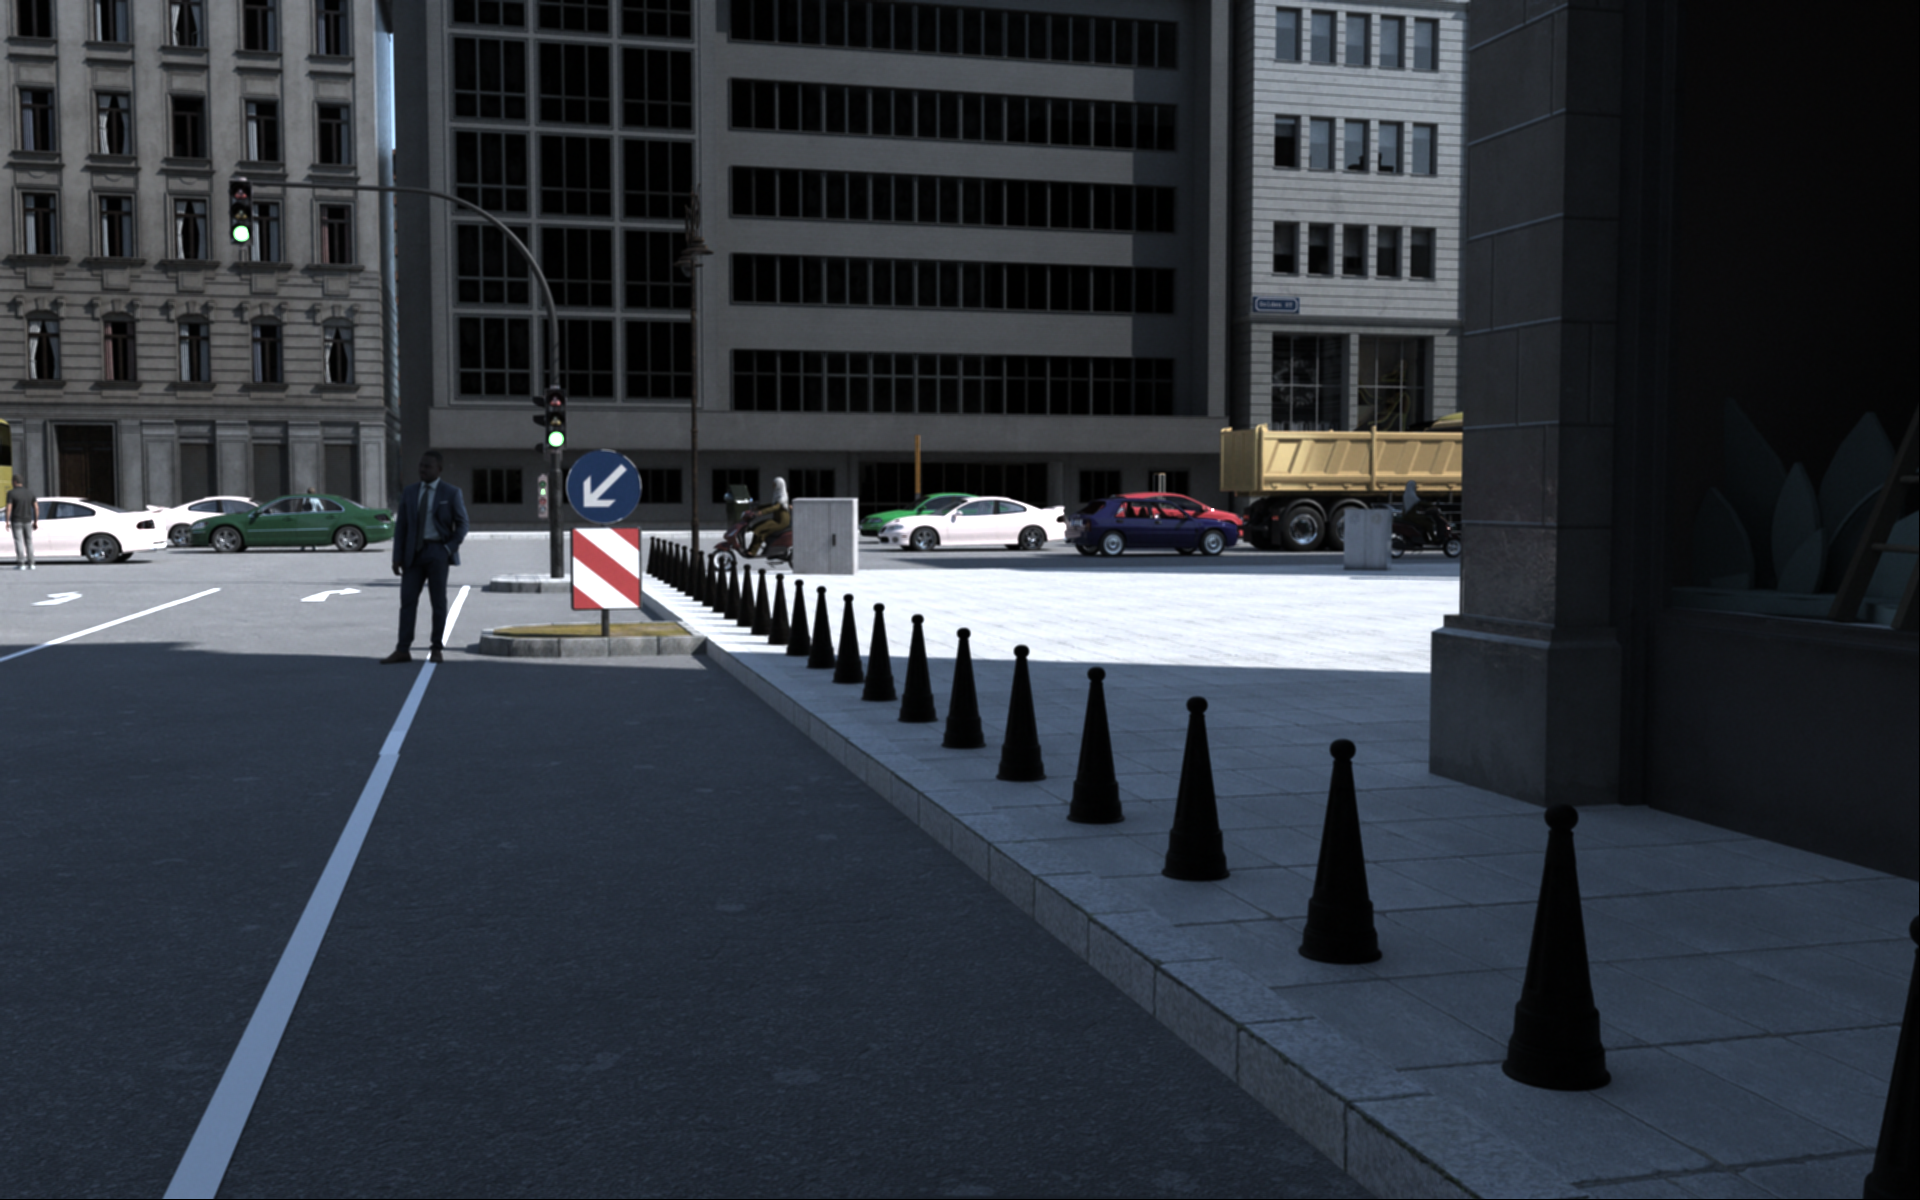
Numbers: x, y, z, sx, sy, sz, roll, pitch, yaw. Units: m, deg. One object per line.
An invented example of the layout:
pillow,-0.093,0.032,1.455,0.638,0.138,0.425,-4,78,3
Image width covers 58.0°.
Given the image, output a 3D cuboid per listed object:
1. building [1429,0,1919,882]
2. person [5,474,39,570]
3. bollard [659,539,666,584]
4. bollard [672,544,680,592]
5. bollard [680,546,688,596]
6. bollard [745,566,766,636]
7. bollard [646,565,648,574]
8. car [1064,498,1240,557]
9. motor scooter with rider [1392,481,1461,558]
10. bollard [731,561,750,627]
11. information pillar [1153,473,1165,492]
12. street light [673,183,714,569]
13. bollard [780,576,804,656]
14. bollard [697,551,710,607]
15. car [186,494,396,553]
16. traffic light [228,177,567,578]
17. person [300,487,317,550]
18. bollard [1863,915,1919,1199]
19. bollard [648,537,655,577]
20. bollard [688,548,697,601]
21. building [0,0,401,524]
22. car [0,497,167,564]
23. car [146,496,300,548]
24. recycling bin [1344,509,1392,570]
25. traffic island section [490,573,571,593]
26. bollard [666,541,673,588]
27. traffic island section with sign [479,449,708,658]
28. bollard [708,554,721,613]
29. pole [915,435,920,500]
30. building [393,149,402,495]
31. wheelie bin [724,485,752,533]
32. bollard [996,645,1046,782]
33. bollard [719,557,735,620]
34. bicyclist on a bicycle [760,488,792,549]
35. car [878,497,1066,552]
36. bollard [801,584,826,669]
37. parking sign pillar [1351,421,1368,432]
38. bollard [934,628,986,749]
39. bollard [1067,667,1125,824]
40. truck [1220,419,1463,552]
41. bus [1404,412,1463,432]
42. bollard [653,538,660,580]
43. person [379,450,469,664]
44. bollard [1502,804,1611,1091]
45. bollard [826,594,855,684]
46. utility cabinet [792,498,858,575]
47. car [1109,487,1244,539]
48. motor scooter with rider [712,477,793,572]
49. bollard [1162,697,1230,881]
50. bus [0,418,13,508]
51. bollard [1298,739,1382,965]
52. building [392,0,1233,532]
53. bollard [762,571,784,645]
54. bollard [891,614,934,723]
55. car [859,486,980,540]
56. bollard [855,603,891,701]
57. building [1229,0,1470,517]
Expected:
building,6.785,-9.555,7.133,10.553,20.767,40.483,-1,4,-15
person,-17.867,-1.489,32.968,0.598,1.807,0.434,-3,5,-44
bollard,-4.135,-0.534,24.769,0.229,0.601,0.229,0,3,0
bollard,-3.620,-0.412,22.776,0.229,0.601,0.229,0,3,0
bollard,-3.357,-0.351,21.779,0.229,0.601,0.229,0,3,0
bollard,-1.802,0.015,15.790,0.229,0.601,0.229,0,3,0
bollard,-4.924,-0.717,27.763,0.229,0.601,0.229,0,3,0
car,4.480,-1.703,40.432,3.894,1.354,1.945,-1,4,-17
motor scooter with rider,10.385,-1.828,38.851,1.986,1.779,0.876,-1,4,-13
bollard,-2.060,-0.045,16.784,0.229,0.601,0.229,0,3,0
information pillar,7.112,-3.507,61.834,0.304,2.012,0.304,-3,5,-40
street light,-4.017,-3.263,26.142,0.468,5.910,1.993,-1,4,-15
bollard,-1.280,0.137,13.798,0.229,0.601,0.229,0,3,0
bollard,-2.842,-0.229,19.790,0.229,0.601,0.229,0,3,0
car,-16.531,-1.907,42.974,4.920,1.459,2.131,-1,4,-14
traffic light,-8.183,-3.120,25.683,4.771,5.953,1.251,-1,4,-15
person,-16.627,-2.085,44.398,0.589,1.601,0.330,-1,4,-16
bollard,1.577,0.809,2.820,0.229,0.601,0.229,0,3,0
bollard,-4.658,-0.655,26.757,0.229,0.601,0.229,0,3,0
bollard,-3.103,-0.290,20.784,0.229,0.601,0.229,0,3,0
building,-28.470,-12.773,57.982,18.267,20.994,9.793,-1,4,-15
car,-19.017,-1.431,35.758,4.827,1.381,2.083,-1,4,-15
car,-19.641,-2.141,47.363,4.827,1.381,2.083,-1,4,-13
recycling bin,6.951,-1.036,29.501,0.722,1.027,0.722,1,4,21
traffic island section,-6.139,-0.256,26.471,2.009,0.180,2.903,-1,4,-15
bollard,-3.878,-0.473,23.770,0.229,0.601,0.229,0,3,0
traffic island section with sign,-3.460,-0.461,16.159,1.989,1.847,2.006,-1,4,-15
bollard,-2.580,-0.168,18.781,0.229,0.601,0.229,0,3,0
pole,-1.467,-4.041,59.912,0.158,3.312,0.155,0,3,0
building,-67.995,-34.495,218.614,28.867,44.769,22.147,-1,4,-15
wheelie bin,-7.432,-3.047,57.727,0.980,1.594,0.693,-3,4,-37
bollard,0.277,0.503,7.816,0.229,0.601,0.229,0,3,0
bollard,-2.320,-0.106,17.777,0.229,0.601,0.229,0,3,0
bicyclist on a bicycle,-4.512,-2.134,44.910,1.625,1.676,1.499,-1,4,-16
car,0.315,-1.941,44.103,4.827,1.381,2.083,-1,4,-14
bollard,-1.023,0.198,12.799,0.229,0.601,0.229,0,3,0
parking sign pillar,14.313,-4.603,63.726,1.447,3.967,1.447,1,4,8
bollard,0.019,0.442,8.810,0.229,0.601,0.229,0,3,0
bollard,0.536,0.564,6.823,0.229,0.601,0.229,0,3,0
truck,11.702,-2.978,44.610,9.791,3.379,3.469,-1,4,-13
bus,18.748,-3.698,52.014,12.252,3.916,2.896,-1,4,-15
bollard,-4.397,-0.595,25.764,0.229,0.601,0.229,0,3,0
person,-4.559,-0.373,14.774,0.721,1.800,0.419,0,4,-5
bollard,1.318,0.748,3.814,0.229,0.601,0.229,0,3,0
bollard,-0.759,0.259,11.806,0.229,0.601,0.229,0,3,0
utility cabinet,-2.153,-1.008,27.636,1.020,1.237,0.306,1,4,13
car,5.868,-2.397,48.232,4.494,1.783,2.155,-1,4,-16
motor scooter with rider,-3.568,-1.386,31.622,1.986,1.779,0.876,-1,4,-14
bollard,0.796,0.625,5.829,0.229,0.601,0.229,0,3,0
bus,-31.887,-3.290,45.342,12.252,3.916,2.896,-1,4,-15
bollard,1.061,0.687,4.815,0.229,0.601,0.229,0,3,0
building,-5.654,-15.127,66.397,30.058,24.678,14.314,-1,4,-15
bollard,-1.537,0.076,14.792,0.229,0.601,0.229,0,3,0
bollard,-0.239,0.382,9.804,0.229,0.601,0.229,0,3,0
car,-0.633,-2.586,51.077,4.718,1.807,1.959,-1,4,-15
bollard,-0.504,0.320,10.805,0.229,0.601,0.229,0,3,0
building,23.661,-18.039,72.424,29.804,29.767,11.434,-1,4,-15
